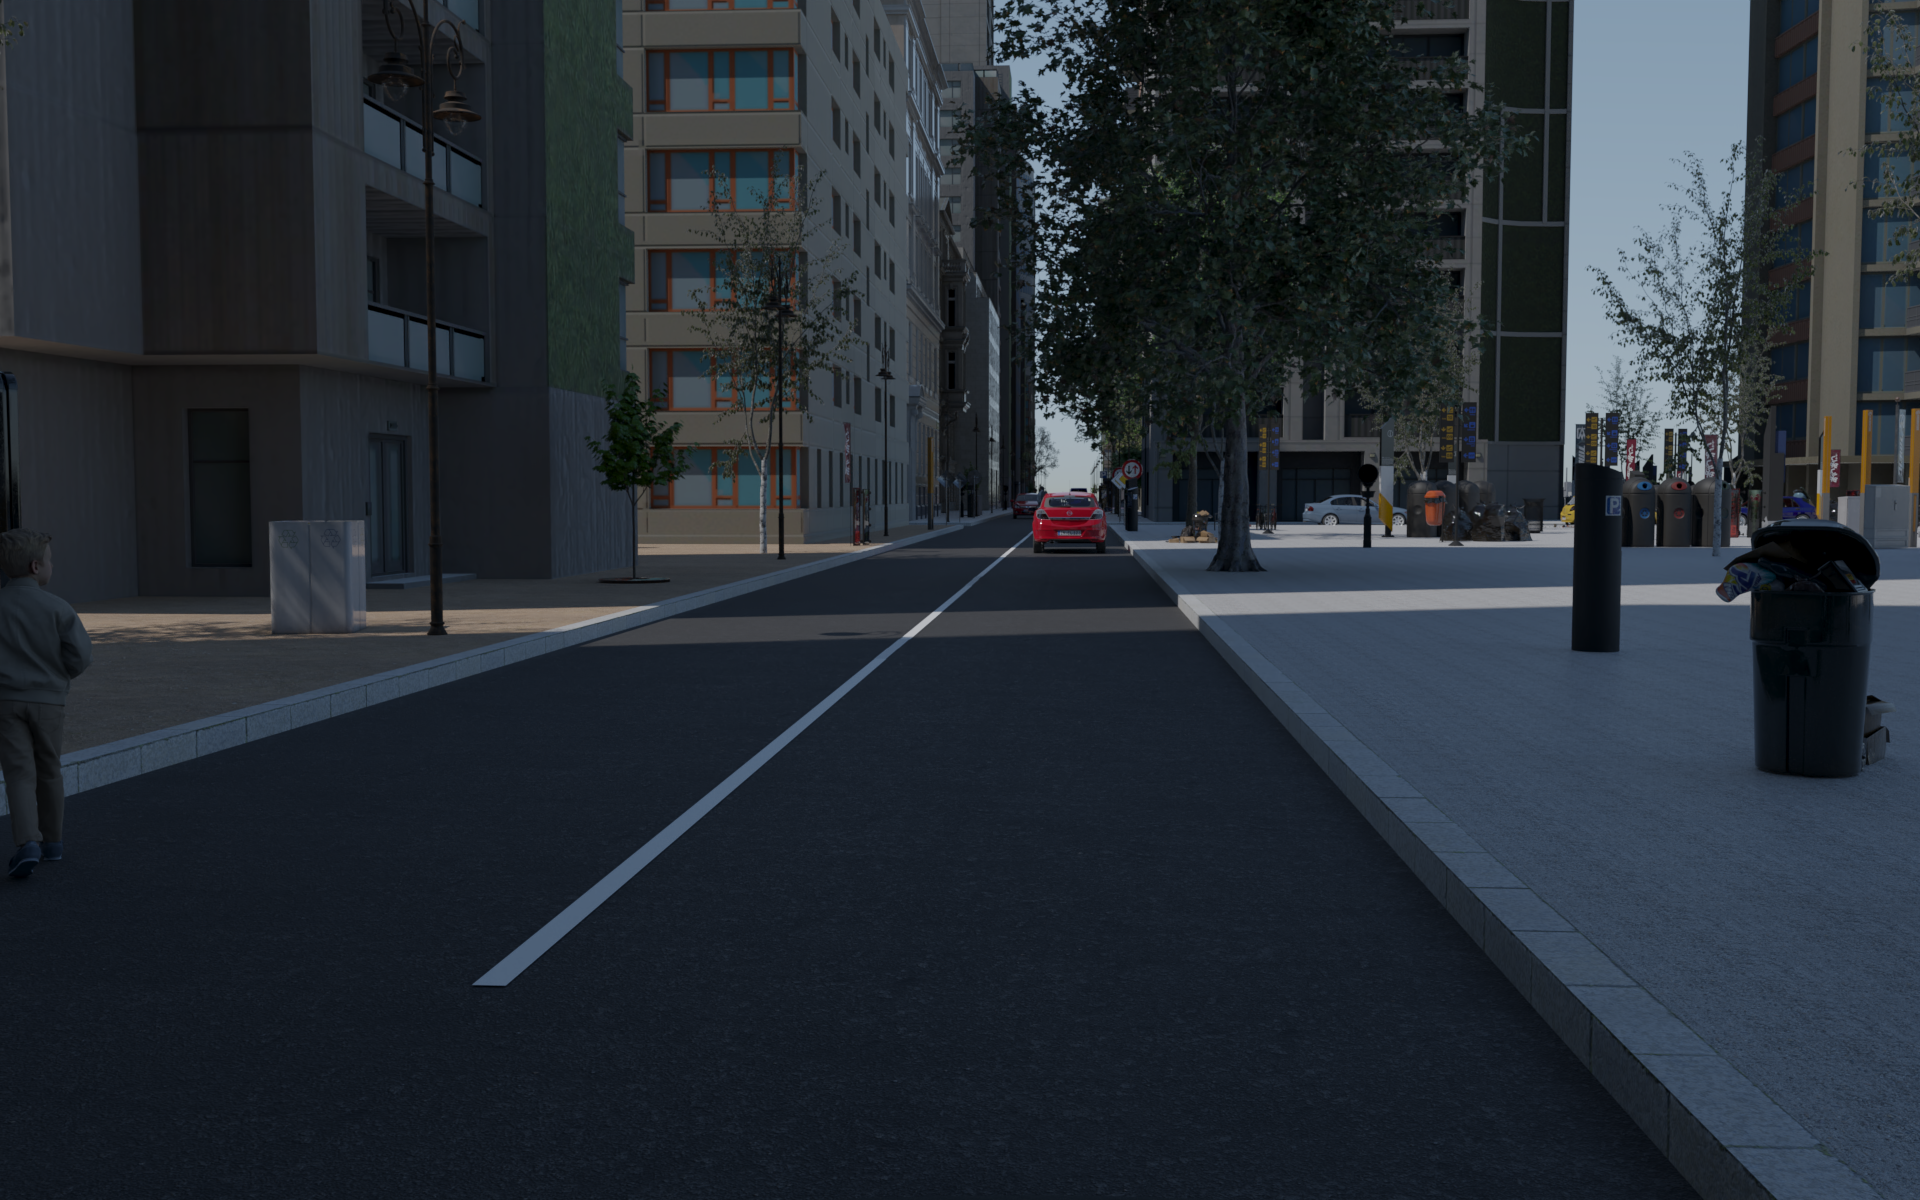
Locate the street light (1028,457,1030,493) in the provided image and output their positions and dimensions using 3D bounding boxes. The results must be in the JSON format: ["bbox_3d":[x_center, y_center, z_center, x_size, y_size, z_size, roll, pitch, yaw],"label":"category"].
[{"bbox_3d":[7.250,-13.408,192.005,0.468,5.910,1.993,0,4,4],"label":"street light"}]

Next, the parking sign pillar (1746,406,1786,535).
[{"bbox_3d":[25.189,-3.986,53.638,1.447,3.967,1.447,1,4,17],"label":"parking sign pillar"}]

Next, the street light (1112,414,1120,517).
[{"bbox_3d":[8.982,-7.638,97.669,0.468,5.910,1.993,0,4,4],"label":"street light"}]

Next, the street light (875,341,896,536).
[{"bbox_3d":[-2.249,-4.880,52.568,0.468,5.910,1.993,0,4,4],"label":"street light"}]

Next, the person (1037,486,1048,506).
[{"bbox_3d":[4.169,-4.759,86.415,0.679,1.850,0.850,0,4,-4],"label":"person"}]

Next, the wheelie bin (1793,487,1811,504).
[{"bbox_3d":[37.059,-4.183,76.303,0.693,1.594,0.980,1,4,20],"label":"wheelie bin"}]

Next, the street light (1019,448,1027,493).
[{"bbox_3d":[6.162,-12.295,173.804,0.468,5.910,1.993,0,4,4],"label":"street light"}]

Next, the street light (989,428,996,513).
[{"bbox_3d":[2.141,-8.763,116.067,0.468,5.910,1.993,0,4,4],"label":"street light"}]

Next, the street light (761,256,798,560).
[{"bbox_3d":[-3.502,-3.732,33.804,0.468,5.910,1.993,0,4,4],"label":"street light"}]

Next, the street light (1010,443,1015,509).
[{"bbox_3d":[4.729,-11.169,155.394,0.468,5.910,1.993,0,4,4],"label":"street light"}]

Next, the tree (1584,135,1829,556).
[{"bbox_3d":[15.417,-5.213,35.600,4.360,8.622,3.978,0,3,0],"label":"tree"}]

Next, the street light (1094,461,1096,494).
[{"bbox_3d":[15.421,-13.423,192.247,0.468,5.910,1.993,0,4,4],"label":"street light"}]

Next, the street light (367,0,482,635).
[{"bbox_3d":[-4.767,-2.619,15.615,0.468,5.910,1.993,0,4,4],"label":"street light"}]

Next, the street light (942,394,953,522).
[{"bbox_3d":[-0.548,-6.497,79.019,0.468,5.910,1.993,0,4,4],"label":"street light"}]

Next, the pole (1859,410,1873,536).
[{"bbox_3d":[22.035,-2.953,42.132,0.158,3.312,0.155,0,3,0],"label":"pole"}]

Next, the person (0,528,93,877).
[{"bbox_3d":[-3.561,0.378,6.588,0.475,1.303,0.640,-2,4,-31],"label":"person"}]

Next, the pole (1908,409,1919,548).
[{"bbox_3d":[22.833,-2.911,41.444,0.158,3.312,0.155,0,3,0],"label":"pole"}]

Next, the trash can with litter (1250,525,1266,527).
[{"bbox_3d":[11.094,-3.482,67.990,2.233,1.210,1.678,0,4,-8],"label":"trash can with litter"}]

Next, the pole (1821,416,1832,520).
[{"bbox_3d":[22.698,-3.152,45.386,0.158,3.312,0.155,0,3,0],"label":"pole"}]

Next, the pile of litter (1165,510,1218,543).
[{"bbox_3d":[6.244,-1.925,45.440,1.719,0.858,1.176,3,5,45],"label":"pile of litter"}]

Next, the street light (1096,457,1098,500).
[{"bbox_3d":[14.163,-12.274,173.474,0.468,5.910,1.993,0,4,4],"label":"street light"}]

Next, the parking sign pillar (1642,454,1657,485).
[{"bbox_3d":[46.773,-7.893,117.518,1.447,3.967,1.447,0,4,-4],"label":"parking sign pillar"}]

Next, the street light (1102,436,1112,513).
[{"bbox_3d":[11.529,-9.901,134.663,0.468,5.910,1.993,0,4,4],"label":"street light"}]

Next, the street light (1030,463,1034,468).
[{"bbox_3d":[8.497,-14.576,211.099,0.468,5.910,1.993,0,4,4],"label":"street light"}]

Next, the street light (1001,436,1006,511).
[{"bbox_3d":[3.347,-9.876,134.259,0.468,5.910,1.993,0,4,4],"label":"street light"}]

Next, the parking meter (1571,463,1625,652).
[{"bbox_3d":[5.212,-0.352,14.160,0.372,1.533,0.369,0,3,0],"label":"parking meter"}]

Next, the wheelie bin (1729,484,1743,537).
[{"bbox_3d":[23.095,-2.697,52.011,0.693,1.594,0.980,1,4,16],"label":"wheelie bin"}]

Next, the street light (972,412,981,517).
[{"bbox_3d":[0.928,-7.641,97.726,0.468,5.910,1.993,0,4,4],"label":"street light"}]

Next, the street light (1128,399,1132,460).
[{"bbox_3d":[7.748,-6.525,79.479,0.468,5.910,1.993,0,4,4],"label":"street light"}]

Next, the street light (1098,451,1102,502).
[{"bbox_3d":[12.866,-11.148,155.065,0.468,5.910,1.993,0,4,4],"label":"street light"}]

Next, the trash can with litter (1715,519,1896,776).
[{"bbox_3d":[4.034,0.195,8.193,0.624,1.170,1.055,3,5,39],"label":"trash can with litter"}]

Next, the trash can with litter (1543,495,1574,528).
[{"bbox_3d":[23.516,-3.385,66.395,2.233,1.210,1.678,1,4,14],"label":"trash can with litter"}]

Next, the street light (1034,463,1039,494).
[{"bbox_3d":[9.816,-15.688,229.283,0.468,5.910,1.993,0,4,4],"label":"street light"}]

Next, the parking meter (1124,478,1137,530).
[{"bbox_3d":[6.031,-3.391,61.154,0.399,1.863,0.255,-2,4,-24],"label":"parking meter"}]

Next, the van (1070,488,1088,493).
[{"bbox_3d":[11.810,-10.300,172.793,2.240,2.365,5.245,0,4,3],"label":"van"}]

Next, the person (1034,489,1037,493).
[{"bbox_3d":[5.083,-6.681,118.087,0.721,1.781,0.623,0,4,-8],"label":"person"}]

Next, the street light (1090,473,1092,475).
[{"bbox_3d":[18.591,-16.292,239.157,0.468,5.910,1.993,0,4,4],"label":"street light"}]

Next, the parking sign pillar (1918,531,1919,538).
[{"bbox_3d":[28.962,-3.809,50.741,1.447,3.967,1.447,-1,4,-16],"label":"parking sign pillar"}]

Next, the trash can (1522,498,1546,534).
[{"bbox_3d":[18.710,-2.743,56.497,0.748,1.137,0.748,0,3,0],"label":"trash can"}]

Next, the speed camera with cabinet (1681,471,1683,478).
[{"bbox_3d":[49.898,-7.673,119.787,0.660,3.252,2.038,3,4,38],"label":"speed camera with cabinet"}]

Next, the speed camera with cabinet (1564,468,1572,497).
[{"bbox_3d":[45.317,-8.191,128.259,0.660,3.252,2.038,0,4,1],"label":"speed camera with cabinet"}]

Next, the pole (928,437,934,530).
[{"bbox_3d":[-1.054,-4.179,62.174,0.158,3.312,0.155,0,3,0],"label":"pole"}]

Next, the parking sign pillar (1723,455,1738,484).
[{"bbox_3d":[48.038,-7.270,107.338,1.447,3.967,1.447,-3,5,-40],"label":"parking sign pillar"}]
